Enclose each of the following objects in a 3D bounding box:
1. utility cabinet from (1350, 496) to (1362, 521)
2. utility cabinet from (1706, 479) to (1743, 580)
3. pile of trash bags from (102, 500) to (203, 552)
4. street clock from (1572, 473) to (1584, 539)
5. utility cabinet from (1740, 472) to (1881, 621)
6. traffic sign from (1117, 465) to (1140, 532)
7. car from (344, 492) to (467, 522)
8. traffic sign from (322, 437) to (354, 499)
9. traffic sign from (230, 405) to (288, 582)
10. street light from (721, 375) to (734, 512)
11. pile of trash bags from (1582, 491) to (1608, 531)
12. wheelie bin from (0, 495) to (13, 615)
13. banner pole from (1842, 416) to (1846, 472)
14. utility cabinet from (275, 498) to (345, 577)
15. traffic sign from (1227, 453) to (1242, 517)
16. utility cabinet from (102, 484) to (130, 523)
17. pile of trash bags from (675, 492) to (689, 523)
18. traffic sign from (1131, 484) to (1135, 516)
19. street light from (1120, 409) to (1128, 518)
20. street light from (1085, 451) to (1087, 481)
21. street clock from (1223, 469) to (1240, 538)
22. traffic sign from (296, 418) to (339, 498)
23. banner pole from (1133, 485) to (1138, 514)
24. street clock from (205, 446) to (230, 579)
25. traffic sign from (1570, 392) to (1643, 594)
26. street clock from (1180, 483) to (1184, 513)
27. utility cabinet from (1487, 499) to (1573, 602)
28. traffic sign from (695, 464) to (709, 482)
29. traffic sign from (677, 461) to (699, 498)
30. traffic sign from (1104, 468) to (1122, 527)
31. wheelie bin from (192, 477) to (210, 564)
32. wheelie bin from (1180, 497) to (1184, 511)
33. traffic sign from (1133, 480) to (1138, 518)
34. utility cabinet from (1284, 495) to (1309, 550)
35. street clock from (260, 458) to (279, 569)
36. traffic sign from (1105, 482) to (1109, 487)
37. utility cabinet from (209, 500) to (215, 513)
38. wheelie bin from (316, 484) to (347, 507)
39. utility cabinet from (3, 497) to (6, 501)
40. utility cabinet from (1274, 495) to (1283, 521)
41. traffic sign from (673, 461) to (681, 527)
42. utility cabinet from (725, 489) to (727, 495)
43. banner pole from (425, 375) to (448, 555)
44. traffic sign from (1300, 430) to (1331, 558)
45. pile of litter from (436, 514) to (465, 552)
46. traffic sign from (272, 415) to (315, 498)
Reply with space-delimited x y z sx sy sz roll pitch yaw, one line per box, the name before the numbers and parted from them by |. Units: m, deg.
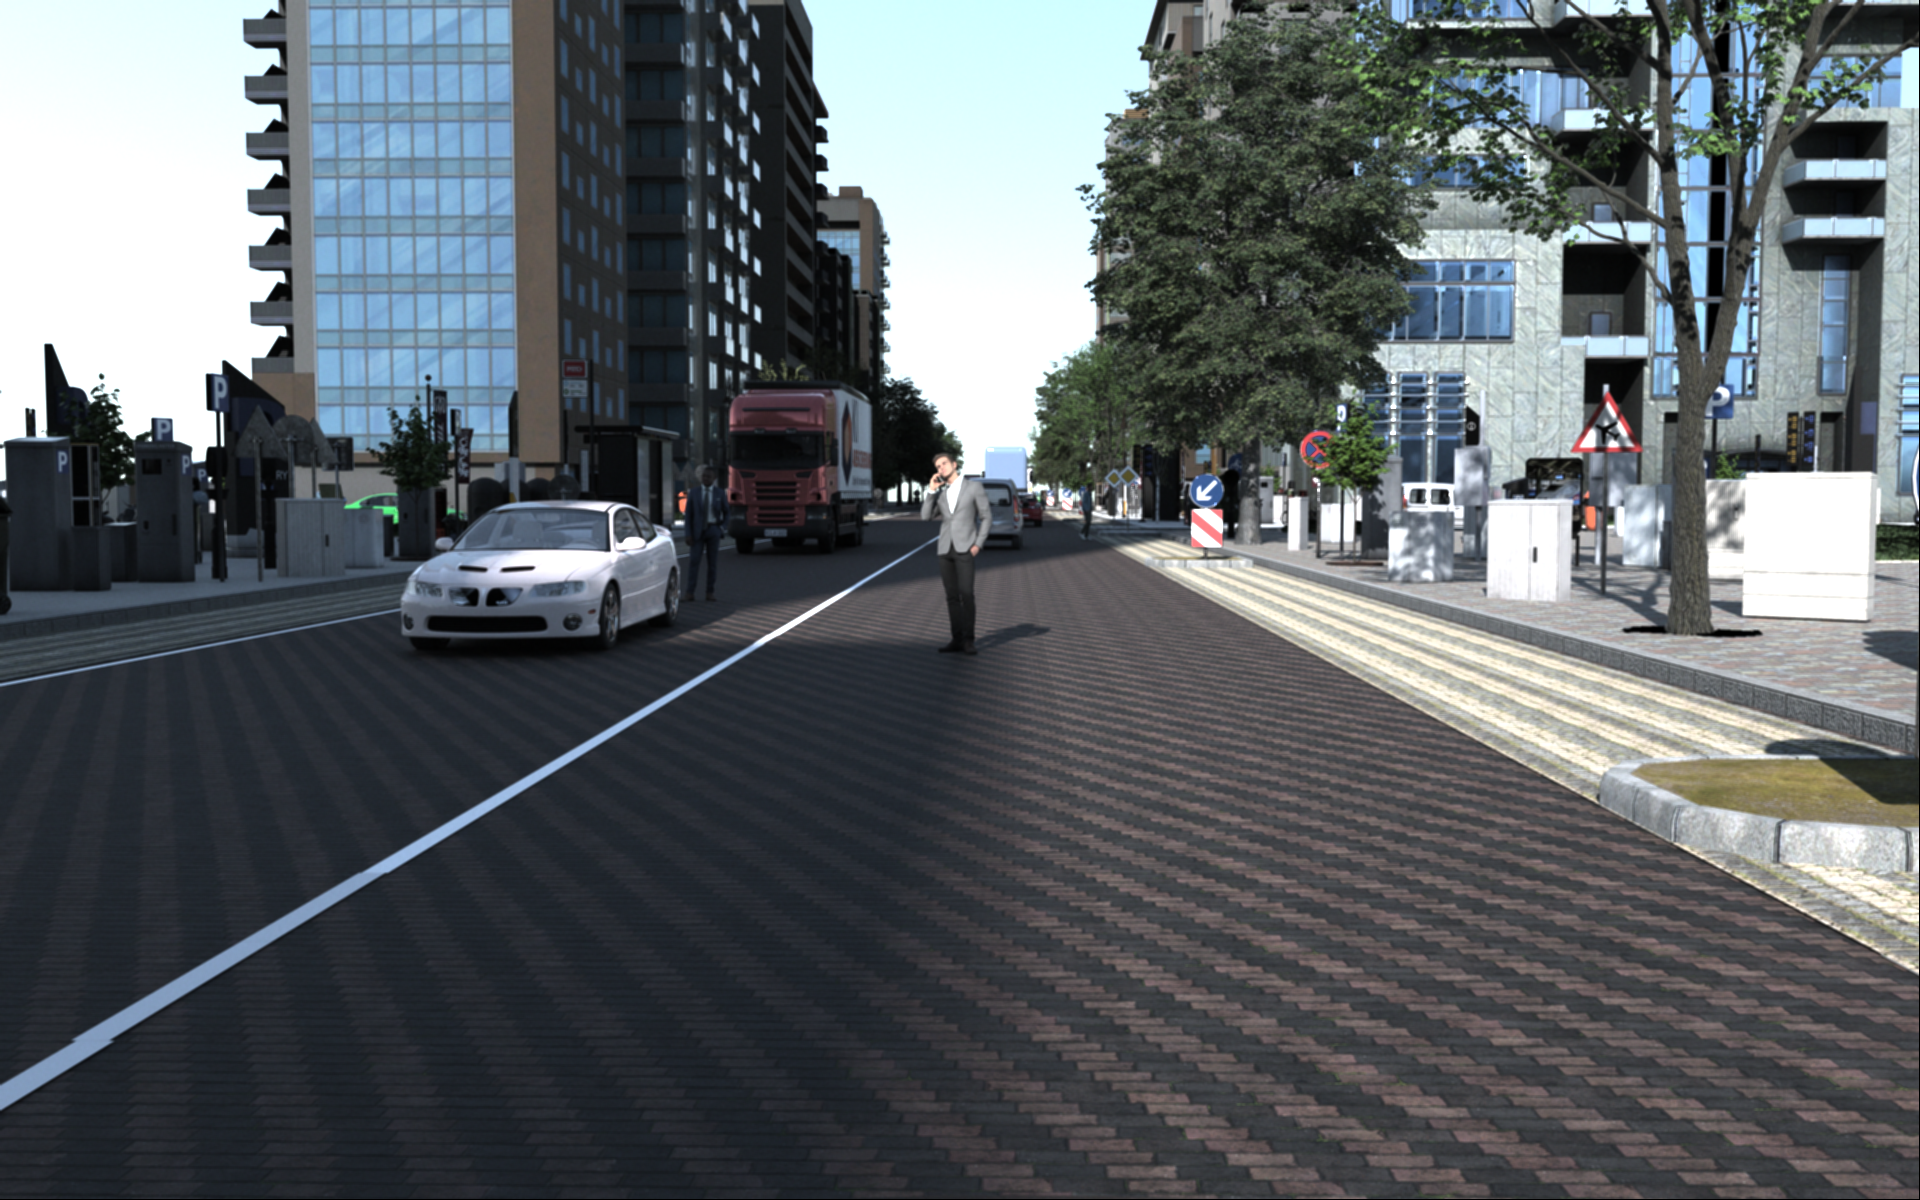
utility cabinet | 16.351 -3.612 70.215 1.020 1.237 0.306 0 4 -1
utility cabinet | 11.367 -1.039 25.667 1.173 1.500 0.318 1 4 15
pile of trash bags | -17.878 -1.649 36.712 1.912 1.369 3.447 1 4 16
street clock | 17.443 -2.727 49.150 0.471 2.002 0.358 2 4 24
utility cabinet | 8.670 -0.551 17.682 1.173 1.500 0.318 3 5 39
traffic sign | 5.725 -3.386 59.005 0.795 2.450 0.064 0 4 2
car | -20.578 -3.387 64.180 4.718 1.807 1.959 0 4 2
traffic sign | -11.206 -1.778 31.195 0.606 2.300 0.079 0 4 8
traffic sign | -10.245 -1.547 25.294 0.884 2.594 0.081 0 4 7
street light | -8.970 -5.800 67.612 0.468 5.910 1.993 0 4 2
pile of trash bags | 15.852 -1.807 39.289 3.447 1.369 1.912 0 4 1
wheelie bin | -10.510 -0.643 18.426 0.693 1.594 0.980 -3 5 -40
banner pole | 28.417 -3.994 55.314 0.401 3.779 0.863 -2 4 -27
utility cabinet | -10.153 -0.975 27.105 0.306 1.237 1.020 3 4 37
traffic sign | 8.634 -3.266 53.499 0.768 2.556 0.104 0 4 3
utility cabinet | -19.248 -1.872 39.289 1.173 1.500 0.318 3 5 39
pile of trash bags | -13.454 -4.069 76.277 3.447 1.369 1.912 -2 4 -31
traffic sign | 9.905 -6.090 99.685 0.768 2.556 0.104 0 4 6
street light | 8.731 -7.315 92.389 0.468 5.910 1.993 0 4 2
street light | 10.225 -10.301 141.212 0.468 5.910 1.993 0 4 2
street clock | 7.905 -2.806 50.447 0.471 2.002 0.358 1 4 19
traffic sign | -10.985 -1.802 29.471 0.884 2.594 0.081 1 4 10
banner pole | 11.500 -7.600 114.281 0.401 3.779 0.863 -1 4 -11
street clock | -11.260 -1.328 26.281 0.358 2.002 0.471 -2 4 -35
traffic sign | 8.255 -1.355 22.160 0.884 2.594 0.081 1 4 9
street clock | 14.977 -6.938 118.007 0.358 2.002 0.471 -3 5 -42
utility cabinet | 6.909 -0.605 21.051 0.306 1.237 1.020 -3 4 -36
traffic sign | -11.010 -4.538 74.304 0.768 2.556 0.104 0 4 8
traffic sign | -10.712 -4.167 68.127 0.884 2.594 0.081 0 4 7
traffic sign | 5.958 -3.874 66.987 0.795 2.450 0.064 0 4 2
wheelie bin | -14.258 -1.459 31.765 0.980 1.594 0.693 -1 4 -18
wheelie bin | 16.460 -7.365 128.330 0.980 1.594 0.693 0 4 6
traffic sign | 9.463 -5.680 92.977 0.768 2.556 0.104 0 4 6
utility cabinet | 7.787 -1.758 39.902 0.306 1.237 1.020 1 4 22
street clock | -11.881 -1.542 29.782 0.358 2.002 0.471 -2 4 -25
traffic sign | 11.921 -8.416 137.608 0.884 2.594 0.081 1 4 10
utility cabinet | -25.529 -2.923 58.960 0.306 1.237 1.020 -2 4 -32
wheelie bin | -19.201 -2.740 52.705 0.980 1.594 0.693 -2 4 -33
utility cabinet | -19.572 -1.531 36.198 0.306 1.237 1.020 0 4 1
utility cabinet | 15.714 -4.408 83.235 0.306 1.237 1.020 -3 4 -36
traffic sign | -11.304 -4.184 68.409 0.884 2.594 0.081 0 4 5
utility cabinet | -9.872 -4.199 77.330 1.173 1.500 0.318 0 4 -1
banner pole | -11.071 -2.851 36.638 0.401 3.779 0.863 1 4 20
traffic sign | 7.182 -2.112 34.641 0.768 2.556 0.104 1 4 11
pile of litter | -11.294 -1.508 38.615 1.719 0.858 1.176 0 4 -1
traffic sign | -10.769 -1.702 27.936 0.768 2.556 0.104 0 4 5
